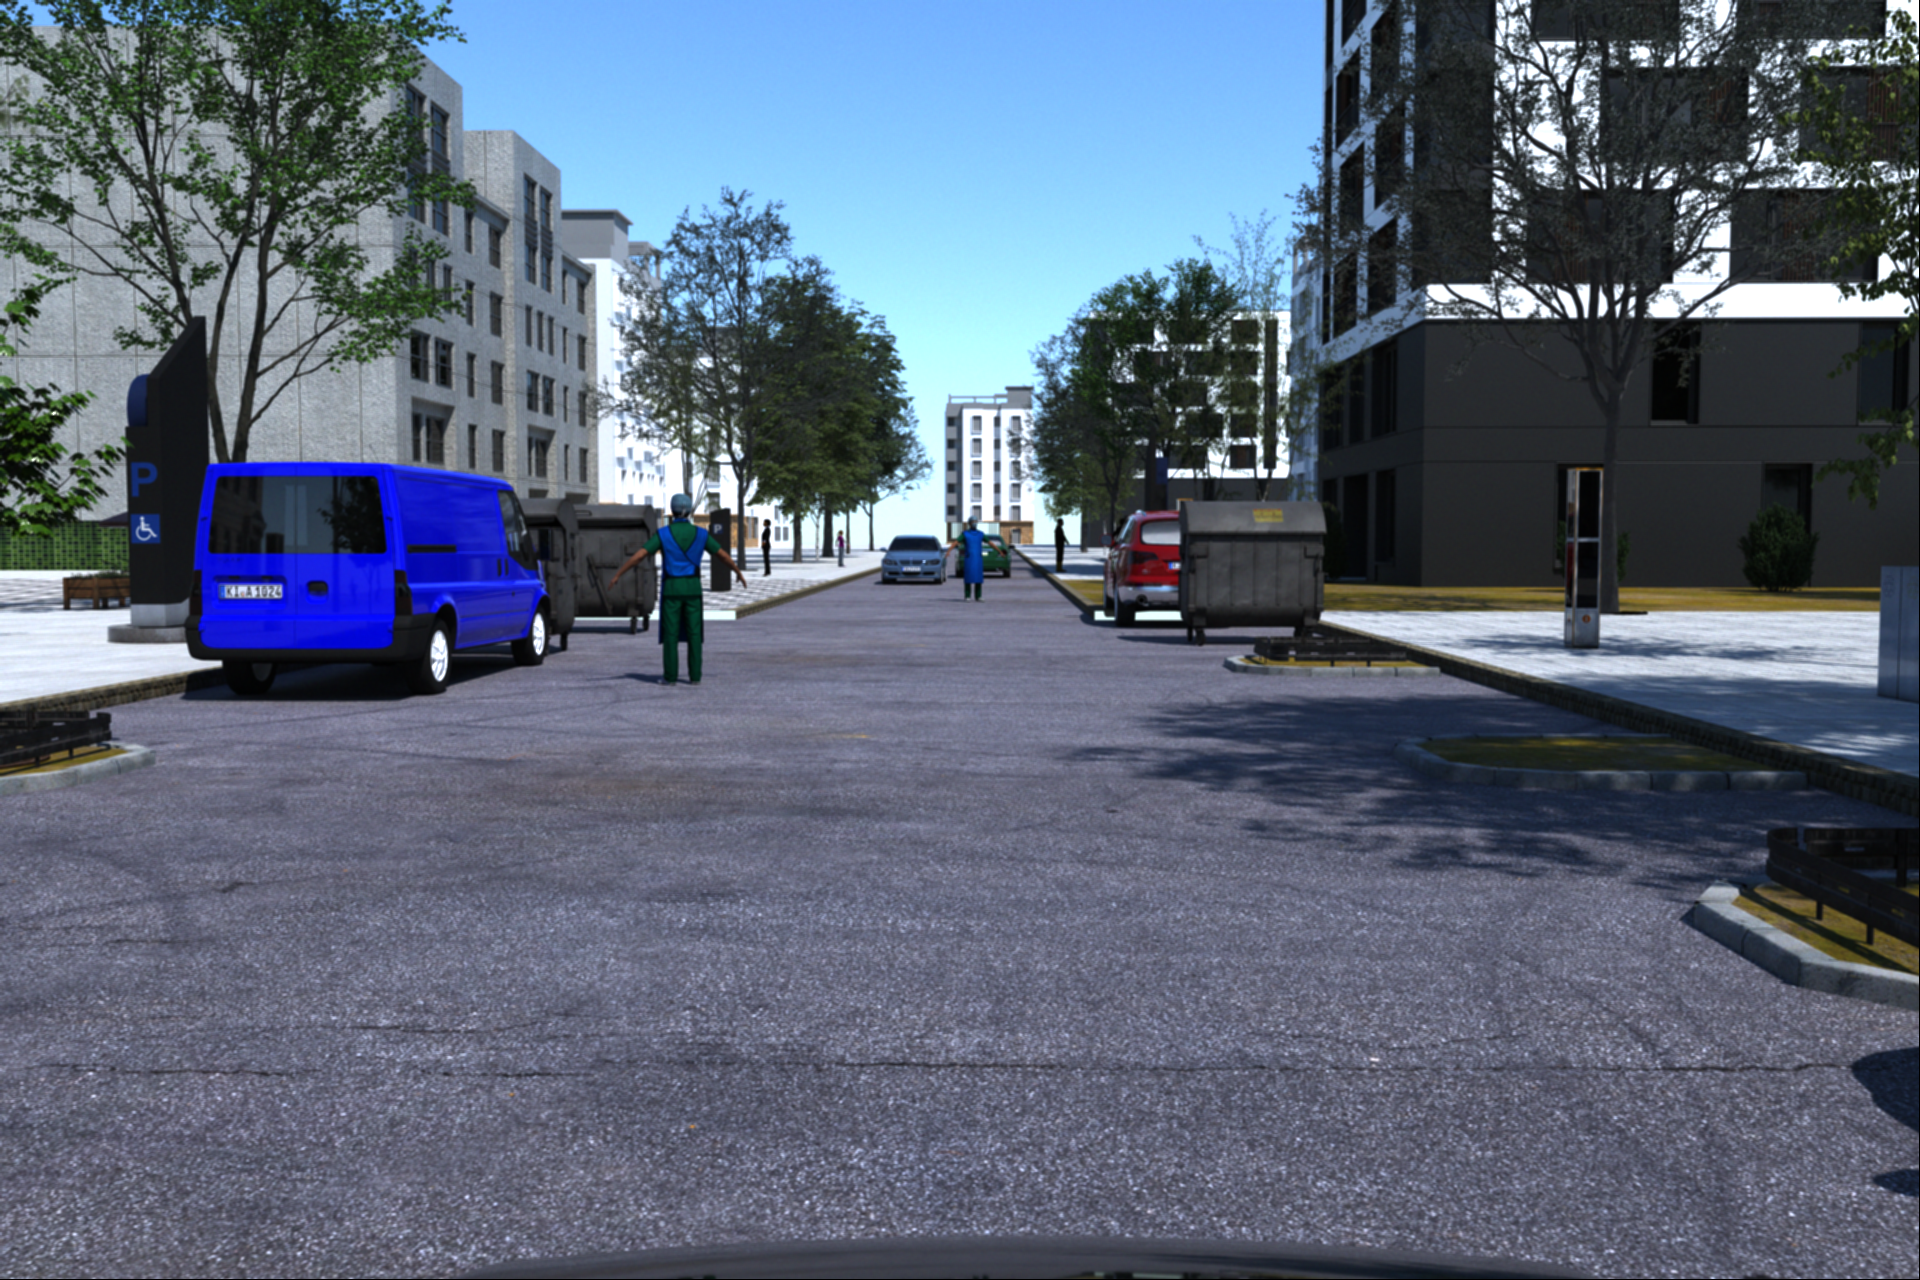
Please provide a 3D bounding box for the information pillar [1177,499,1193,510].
[{"bbox_3d":[4.705,-1.948,36.348,0.304,2.012,0.304,0,4,1],"label":"information pillar"}]

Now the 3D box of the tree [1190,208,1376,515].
[{"bbox_3d":[6.942,-5.469,39.779,4.360,8.622,3.978,0,3,0],"label":"tree"}]

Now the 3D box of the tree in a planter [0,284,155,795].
[{"bbox_3d":[-6.005,-0.794,10.209,1.991,3.239,1.994,0,4,1],"label":"tree in a planter"}]

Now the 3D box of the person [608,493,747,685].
[{"bbox_3d":[-2.660,-0.483,16.480,1.347,1.817,0.704,-2,4,-24],"label":"person"}]

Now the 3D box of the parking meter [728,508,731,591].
[{"bbox_3d":[-5.389,-2.044,39.124,0.399,1.863,0.255,0,4,3],"label":"parking meter"}]

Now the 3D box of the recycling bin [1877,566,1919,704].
[{"bbox_3d":[7.620,-0.050,13.371,0.722,1.027,0.722,0,4,2],"label":"recycling bin"}]

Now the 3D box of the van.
[{"bbox_3d":[-5.538,-0.780,17.130,2.240,2.365,5.245,0,4,1],"label":"van"}]

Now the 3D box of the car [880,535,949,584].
[{"bbox_3d":[-1.314,-2.370,50.755,2.014,1.417,4.499,0,4,2],"label":"car"}]

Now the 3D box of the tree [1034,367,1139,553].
[{"bbox_3d":[8.664,-12.217,117.870,7.486,12.596,7.792,0,3,0],"label":"tree"}]

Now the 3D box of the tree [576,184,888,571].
[{"bbox_3d":[-7.653,-9.182,60.493,12.009,13.543,11.850,0,3,0],"label":"tree"}]

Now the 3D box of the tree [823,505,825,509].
[{"bbox_3d":[-16.047,-22.338,221.107,12.611,20.169,13.585,0,3,0],"label":"tree"}]

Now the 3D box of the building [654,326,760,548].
[{"bbox_3d":[-25.175,-18.489,158.723,16.016,20.090,11.380,0,4,2],"label":"building"}]

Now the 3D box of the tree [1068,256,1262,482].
[{"bbox_3d":[7.574,-8.490,64.561,9.928,11.665,9.643,0,3,0],"label":"tree"}]

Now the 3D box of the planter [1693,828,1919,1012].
[{"bbox_3d":[3.662,0.932,5.909,1.991,0.319,1.994,0,4,2],"label":"planter"}]

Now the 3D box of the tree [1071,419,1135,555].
[{"bbox_3d":[8.823,-9.438,104.677,4.360,8.622,3.978,0,3,0],"label":"tree"}]

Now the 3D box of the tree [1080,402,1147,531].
[{"bbox_3d":[8.438,-8.987,97.299,4.360,8.622,3.978,0,3,0],"label":"tree"}]

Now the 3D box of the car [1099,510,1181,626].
[{"bbox_3d":[3.461,-1.205,28.382,2.281,1.827,5.304,0,4,2],"label":"car"}]

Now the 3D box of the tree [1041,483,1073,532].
[{"bbox_3d":[12.668,-16.765,224.470,4.737,8.622,4.395,0,3,0],"label":"tree"}]

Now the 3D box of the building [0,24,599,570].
[{"bbox_3d":[-27.875,-12.835,76.317,16.747,18.905,31.486,0,4,1],"label":"building"}]

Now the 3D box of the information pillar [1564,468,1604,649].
[{"bbox_3d":[6.989,-0.913,19.418,0.304,2.012,0.304,0,4,1],"label":"information pillar"}]

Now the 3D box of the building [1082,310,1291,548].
[{"bbox_3d":[26.074,-20.206,174.334,27.936,21.610,32.646,0,4,1],"label":"building"}]

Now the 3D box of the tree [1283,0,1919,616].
[{"bbox_3d":[10.420,-7.168,27.563,12.009,13.543,11.850,0,3,0],"label":"tree"}]

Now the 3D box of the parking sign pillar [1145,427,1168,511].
[{"bbox_3d":[4.987,-3.410,44.227,1.447,3.967,1.447,0,3,0],"label":"parking sign pillar"}]

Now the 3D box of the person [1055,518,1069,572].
[{"bbox_3d":[3.416,-3.211,58.631,0.704,1.812,1.346,-1,4,-12],"label":"person"}]

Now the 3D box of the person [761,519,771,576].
[{"bbox_3d":[-5.959,-2.809,52.653,0.721,1.740,1.216,0,4,-7],"label":"person"}]

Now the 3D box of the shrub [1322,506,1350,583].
[{"bbox_3d":[9.495,-2.541,45.589,1.661,2.075,1.752,0,3,0],"label":"shrub"}]

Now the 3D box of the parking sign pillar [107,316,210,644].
[{"bbox_3d":[-9.522,-1.981,20.861,1.447,3.967,1.447,0,4,1],"label":"parking sign pillar"}]

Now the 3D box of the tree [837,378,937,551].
[{"bbox_3d":[-6.718,-13.359,128.788,12.009,13.543,11.850,0,3,0],"label":"tree"}]

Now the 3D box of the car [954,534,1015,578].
[{"bbox_3d":[0.790,-2.829,58.057,2.131,1.459,4.920,0,4,1],"label":"car"}]

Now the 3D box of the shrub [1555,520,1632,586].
[{"bbox_3d":[13.928,-2.062,38.130,1.690,2.028,1.600,0,3,0],"label":"shrub"}]

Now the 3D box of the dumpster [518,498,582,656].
[{"bbox_3d":[-5.573,-0.766,20.746,1.865,1.857,1.264,0,4,1],"label":"dumpster"}]

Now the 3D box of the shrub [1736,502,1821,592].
[{"bbox_3d":[18.190,-2.085,38.517,1.690,2.028,1.600,0,3,0],"label":"shrub"}]

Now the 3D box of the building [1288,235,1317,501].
[{"bbox_3d":[26.277,-15.535,110.421,16.016,20.090,11.380,0,4,1],"label":"building"}]

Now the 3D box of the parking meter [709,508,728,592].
[{"bbox_3d":[-5.390,-2.014,38.633,0.399,1.863,0.255,0,4,3],"label":"parking meter"}]

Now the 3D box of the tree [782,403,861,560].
[{"bbox_3d":[-6.879,-8.188,84.239,4.737,8.622,4.395,0,3,0],"label":"tree"}]

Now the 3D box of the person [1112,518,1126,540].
[{"bbox_3d":[5.474,-3.171,58.031,0.705,1.806,1.347,-3,5,-42],"label":"person"}]

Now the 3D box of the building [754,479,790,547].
[{"bbox_3d":[-23.244,-15.280,191.979,9.099,9.664,28.070,0,4,2],"label":"building"}]

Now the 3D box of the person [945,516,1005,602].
[{"bbox_3d":[0.293,-1.718,36.672,1.347,1.817,0.704,-1,4,-19],"label":"person"}]

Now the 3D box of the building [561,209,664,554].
[{"bbox_3d":[-24.997,-15.038,102.287,16.016,20.090,11.380,0,4,2],"label":"building"}]

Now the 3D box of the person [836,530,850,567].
[{"bbox_3d":[-4.606,-3.587,67.913,0.599,1.433,0.991,-3,4,-36],"label":"person"}]

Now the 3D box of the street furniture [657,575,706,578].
[{"bbox_3d":[-13.015,-2.299,44.449,11.010,1.723,9.812,-2,4,-27],"label":"street furniture"}]

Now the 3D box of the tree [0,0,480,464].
[{"bbox_3d":[-11.486,-6.196,27.057,9.928,11.665,9.643,0,3,0],"label":"tree"}]

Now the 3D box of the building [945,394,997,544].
[{"bbox_3d":[-1.667,-22.444,225.843,11.380,20.090,16.016,0,4,5],"label":"building"}]

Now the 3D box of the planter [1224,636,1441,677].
[{"bbox_3d":[3.850,0.168,18.388,1.991,0.319,1.994,0,4,1],"label":"planter"}]

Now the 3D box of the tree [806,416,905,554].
[{"bbox_3d":[-6.983,-10.817,111.276,8.767,10.594,7.601,2,4,35],"label":"tree"}]

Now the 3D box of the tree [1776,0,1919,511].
[{"bbox_3d":[9.441,-4.002,15.798,4.737,8.622,4.395,0,3,0],"label":"tree"}]

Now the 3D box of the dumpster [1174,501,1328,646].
[{"bbox_3d":[3.781,-0.881,22.626,1.865,1.857,1.264,0,4,1],"label":"dumpster"}]

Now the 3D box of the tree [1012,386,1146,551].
[{"bbox_3d":[9.532,-13.699,134.342,12.009,13.543,11.850,0,3,0],"label":"tree"}]

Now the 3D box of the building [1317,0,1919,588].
[{"bbox_3d":[25.417,-13.022,56.890,27.936,21.610,32.646,0,4,1],"label":"building"}]

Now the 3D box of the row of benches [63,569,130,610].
[{"bbox_3d":[-14.520,-0.967,31.279,1.422,0.672,4.104,1,4,10],"label":"row of benches"}]

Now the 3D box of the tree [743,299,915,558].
[{"bbox_3d":[-7.337,-11.504,94.741,9.857,13.997,8.962,0,3,0],"label":"tree"}]

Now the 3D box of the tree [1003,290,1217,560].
[{"bbox_3d":[7.668,-10.785,86.697,12.009,13.543,11.850,0,3,0],"label":"tree"}]

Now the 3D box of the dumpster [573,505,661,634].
[{"bbox_3d":[-5.363,-1.036,25.149,1.865,1.857,1.264,0,4,1],"label":"dumpster"}]

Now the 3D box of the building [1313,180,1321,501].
[{"bbox_3d":[23.592,-14.232,89.120,16.016,20.090,11.380,0,4,1],"label":"building"}]

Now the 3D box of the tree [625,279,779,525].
[{"bbox_3d":[-8.146,-6.140,50.755,4.360,8.622,3.978,0,3,0],"label":"tree"}]

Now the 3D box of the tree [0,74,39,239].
[{"bbox_3d":[-11.302,-4.056,16.684,4.360,8.622,3.978,0,3,0],"label":"tree"}]

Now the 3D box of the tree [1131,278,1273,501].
[{"bbox_3d":[7.040,-6.095,50.012,4.360,8.622,3.978,0,3,0],"label":"tree"}]

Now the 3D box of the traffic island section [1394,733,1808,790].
[{"bbox_3d":[3.771,0.743,10.710,1.991,0.108,1.994,0,4,1],"label":"traffic island section"}]

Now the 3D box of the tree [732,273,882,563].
[{"bbox_3d":[-6.894,-9.650,75.900,7.486,12.596,7.792,0,3,0],"label":"tree"}]
